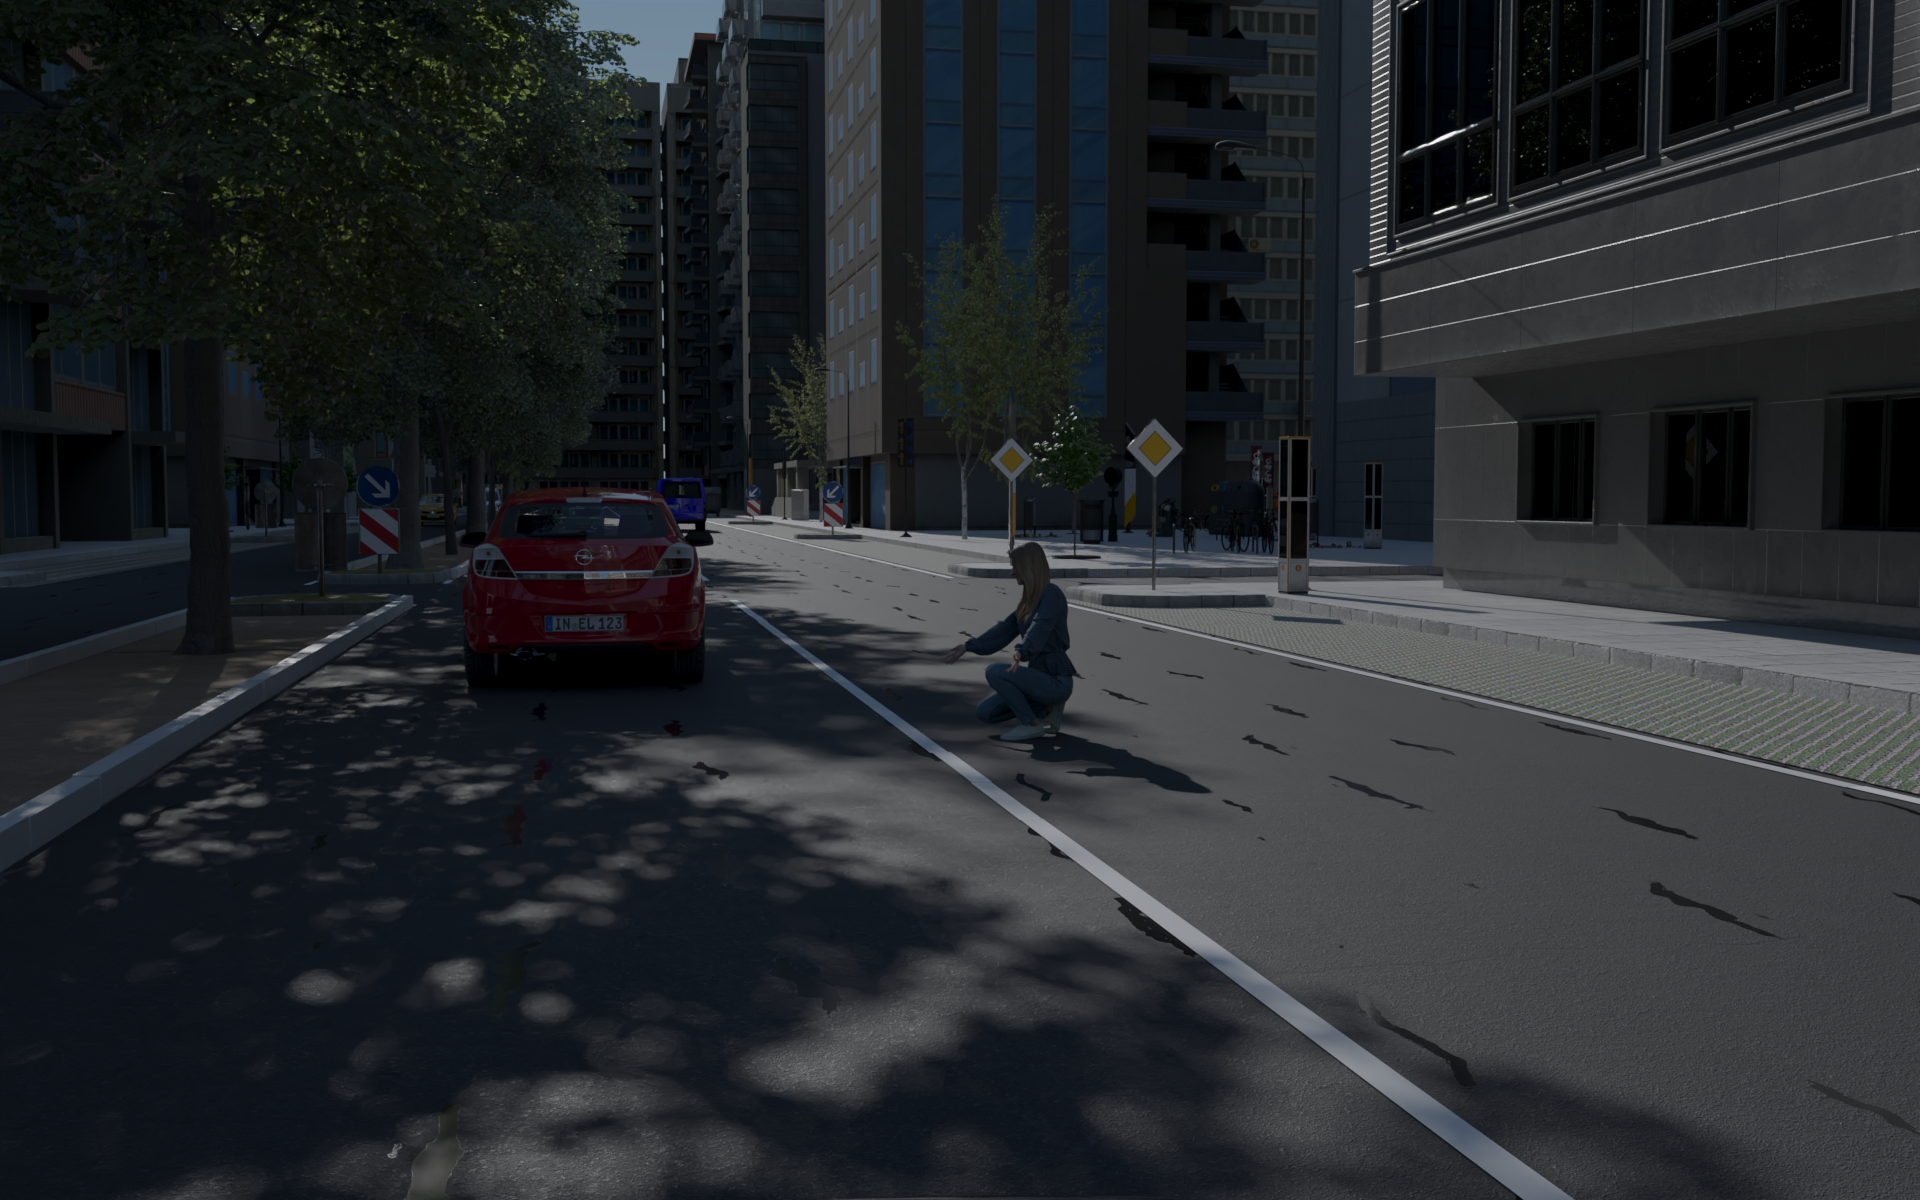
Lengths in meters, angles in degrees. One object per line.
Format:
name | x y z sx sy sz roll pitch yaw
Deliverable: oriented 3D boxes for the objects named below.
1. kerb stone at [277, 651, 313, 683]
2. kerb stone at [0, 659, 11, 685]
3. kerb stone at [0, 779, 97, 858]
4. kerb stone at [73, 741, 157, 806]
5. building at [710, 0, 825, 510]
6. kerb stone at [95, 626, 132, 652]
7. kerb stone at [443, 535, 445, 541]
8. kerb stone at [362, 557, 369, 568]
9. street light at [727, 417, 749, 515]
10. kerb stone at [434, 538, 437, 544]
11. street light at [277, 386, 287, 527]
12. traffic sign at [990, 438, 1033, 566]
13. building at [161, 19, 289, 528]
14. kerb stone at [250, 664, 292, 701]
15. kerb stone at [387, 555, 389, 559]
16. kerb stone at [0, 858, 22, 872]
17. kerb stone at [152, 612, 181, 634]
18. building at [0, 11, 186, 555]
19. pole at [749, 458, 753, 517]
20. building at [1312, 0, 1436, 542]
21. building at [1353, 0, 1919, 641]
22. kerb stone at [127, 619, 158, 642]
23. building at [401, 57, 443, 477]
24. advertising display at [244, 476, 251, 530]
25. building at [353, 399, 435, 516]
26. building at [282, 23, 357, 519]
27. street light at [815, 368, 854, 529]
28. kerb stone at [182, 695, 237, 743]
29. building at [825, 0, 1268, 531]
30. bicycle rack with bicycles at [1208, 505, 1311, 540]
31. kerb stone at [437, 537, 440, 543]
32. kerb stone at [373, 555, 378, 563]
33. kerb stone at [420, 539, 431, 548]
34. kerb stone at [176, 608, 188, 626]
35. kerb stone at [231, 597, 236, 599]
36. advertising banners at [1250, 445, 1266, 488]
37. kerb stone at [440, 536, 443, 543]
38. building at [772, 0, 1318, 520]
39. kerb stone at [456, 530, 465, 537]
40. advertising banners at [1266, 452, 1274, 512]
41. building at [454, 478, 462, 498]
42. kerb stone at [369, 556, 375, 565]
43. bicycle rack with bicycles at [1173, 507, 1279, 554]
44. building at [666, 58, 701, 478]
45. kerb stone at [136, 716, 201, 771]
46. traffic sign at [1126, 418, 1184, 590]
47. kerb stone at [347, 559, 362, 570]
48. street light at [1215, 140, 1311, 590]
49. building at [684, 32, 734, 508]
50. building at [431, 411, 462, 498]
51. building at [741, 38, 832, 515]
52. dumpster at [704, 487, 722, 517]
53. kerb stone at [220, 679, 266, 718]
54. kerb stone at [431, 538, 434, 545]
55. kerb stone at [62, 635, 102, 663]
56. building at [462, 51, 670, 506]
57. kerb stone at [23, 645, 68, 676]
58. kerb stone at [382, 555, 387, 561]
kerb stone | -5.172 0.538 13.416 0.120 0.150 1.000 -1 4 -12
kerb stone | -7.232 0.562 13.000 0.120 0.150 1.000 -1 4 -12
kerb stone | -3.874 0.912 7.395 0.120 0.150 1.000 -1 4 -12
kerb stone | -4.095 0.844 8.403 0.120 0.150 1.000 -1 4 -12
building | -7.523 -31.687 137.696 23.786 49.044 30.456 -1 4 -12
kerb stone | -7.874 0.379 16.006 0.120 0.150 1.000 -1 4 -12
kerb stone | -15.487 -1.799 51.602 0.120 0.150 1.000 -1 4 -12
kerb stone | -11.629 -0.695 33.555 0.120 0.150 1.000 -1 4 -12
street light | -13.350 -8.069 104.471 1.470 5.913 1.316 -1 4 -12
kerb stone | -14.851 -1.613 48.602 0.120 0.150 1.000 -1 4 -12
street light | -26.042 -5.827 67.815 1.470 5.913 1.316 -1 4 -12
traffic sign | 0.914 -1.667 30.892 0.795 2.450 0.064 -1 4 -12
building | -35.715 -25.622 69.038 14.600 45.320 14.200 -1 4 -12
kerb stone | -4.956 0.598 12.417 0.120 0.150 1.000 -1 4 -12
kerb stone | -12.493 -0.940 37.564 0.120 0.150 1.000 -1 4 -12
kerb stone | -3.661 0.966 6.395 0.120 0.150 1.000 -1 4 -12
kerb stone | -8.301 0.256 18.005 0.120 0.150 1.000 -1 4 -12
building | -31.146 -23.563 39.885 22.147 44.769 28.867 -1 4 -12
pole | -11.788 -6.342 97.538 0.158 3.312 0.155 0 3 0
building | 26.420 -30.845 46.323 28.212 58.520 21.231 -1 4 -12
building | 14.909 -11.643 9.436 14.314 24.678 30.058 -1 4 -12
kerb stone | -8.090 0.319 17.005 0.120 0.150 1.000 -1 4 -12
building | -56.263 -33.579 138.261 28.713 52.752 27.495 -1 4 -12
advertising display | -25.589 -3.486 62.206 0.123 1.923 0.974 -1 4 -19
building | -49.682 -16.318 111.839 27.650 21.520 28.899 -1 4 -12
building | -40.327 -24.904 90.779 14.154 41.232 14.086 -1 4 -12
street light | -4.656 -5.594 64.000 1.470 5.913 1.316 -1 4 -12
kerb stone | -4.526 0.721 10.408 0.120 0.150 1.000 -1 4 -12
building | 2.572 -25.489 66.856 14.600 45.320 14.200 -1 4 -12
bicycle rack with bicycles | 8.161 -2.073 47.284 2.852 0.926 2.925 0 4 -1
kerb stone | -15.069 -1.671 49.601 0.120 0.150 1.000 -1 4 -12
kerb stone | -12.060 -0.818 35.565 0.120 0.150 1.000 -1 4 -12
kerb stone | -14.417 -1.492 46.585 0.120 0.150 1.000 -1 4 -12
kerb stone | -8.523 0.197 19.010 0.120 0.150 1.000 -1 4 -12
kerb stone | -8.942 0.072 21.016 0.120 0.150 1.000 -1 4 -12
advertising banners | 9.974 -4.016 61.856 2.074 3.025 0.090 -2 4 -30
kerb stone | -15.283 -1.736 50.601 0.120 0.150 1.000 -1 4 -12
building | 6.325 -24.684 95.469 32.217 40.220 23.993 -1 4 -12
kerb stone | -17.208 -2.289 59.622 0.120 0.150 1.000 -1 4 -12
advertising banners | 13.717 -4.690 72.871 2.074 3.025 0.090 0 4 3
building | -67.882 -30.697 193.774 23.993 40.220 32.217 -1 4 -12
kerb stone | -11.847 -0.748 34.554 0.120 0.150 1.000 -1 4 -12
bicycle rack with bicycles | 5.727 -1.511 38.089 2.852 0.926 2.925 0 4 8
building | -23.175 -35.145 198.320 21.600 48.544 21.300 -1 4 -12
kerb stone | -4.312 0.783 9.402 0.120 0.150 1.000 -1 4 -12
traffic sign | 2.586 -1.189 23.084 0.795 2.450 0.064 -1 4 -12
kerb stone | -11.417 -0.633 32.550 0.120 0.150 1.000 -1 4 -12
street light | 4.034 -3.088 23.034 1.470 5.913 1.316 -1 4 -12
building | -14.921 -31.309 166.523 22.147 44.769 28.867 -1 4 -12
building | -55.351 -29.531 166.426 14.086 41.232 14.154 -1 4 -12
building | -7.581 -21.000 115.049 14.160 30.474 14.107 -1 4 -12
dumpster | -15.695 -6.044 107.037 1.865 1.857 1.264 -1 4 -13
kerb stone | -4.747 0.663 11.411 0.120 0.150 1.000 -1 4 -12
kerb stone | -14.635 -1.554 47.598 0.120 0.150 1.000 -1 4 -12
kerb stone | -7.660 0.443 15.007 0.120 0.150 1.000 -1 4 -12
building | -44.416 -34.864 193.721 21.600 48.544 21.300 -1 4 -12
kerb stone | -7.446 0.504 14.006 0.120 0.150 1.000 -1 4 -12
kerb stone | -12.276 -0.879 36.565 0.120 0.150 1.000 -1 4 -12
